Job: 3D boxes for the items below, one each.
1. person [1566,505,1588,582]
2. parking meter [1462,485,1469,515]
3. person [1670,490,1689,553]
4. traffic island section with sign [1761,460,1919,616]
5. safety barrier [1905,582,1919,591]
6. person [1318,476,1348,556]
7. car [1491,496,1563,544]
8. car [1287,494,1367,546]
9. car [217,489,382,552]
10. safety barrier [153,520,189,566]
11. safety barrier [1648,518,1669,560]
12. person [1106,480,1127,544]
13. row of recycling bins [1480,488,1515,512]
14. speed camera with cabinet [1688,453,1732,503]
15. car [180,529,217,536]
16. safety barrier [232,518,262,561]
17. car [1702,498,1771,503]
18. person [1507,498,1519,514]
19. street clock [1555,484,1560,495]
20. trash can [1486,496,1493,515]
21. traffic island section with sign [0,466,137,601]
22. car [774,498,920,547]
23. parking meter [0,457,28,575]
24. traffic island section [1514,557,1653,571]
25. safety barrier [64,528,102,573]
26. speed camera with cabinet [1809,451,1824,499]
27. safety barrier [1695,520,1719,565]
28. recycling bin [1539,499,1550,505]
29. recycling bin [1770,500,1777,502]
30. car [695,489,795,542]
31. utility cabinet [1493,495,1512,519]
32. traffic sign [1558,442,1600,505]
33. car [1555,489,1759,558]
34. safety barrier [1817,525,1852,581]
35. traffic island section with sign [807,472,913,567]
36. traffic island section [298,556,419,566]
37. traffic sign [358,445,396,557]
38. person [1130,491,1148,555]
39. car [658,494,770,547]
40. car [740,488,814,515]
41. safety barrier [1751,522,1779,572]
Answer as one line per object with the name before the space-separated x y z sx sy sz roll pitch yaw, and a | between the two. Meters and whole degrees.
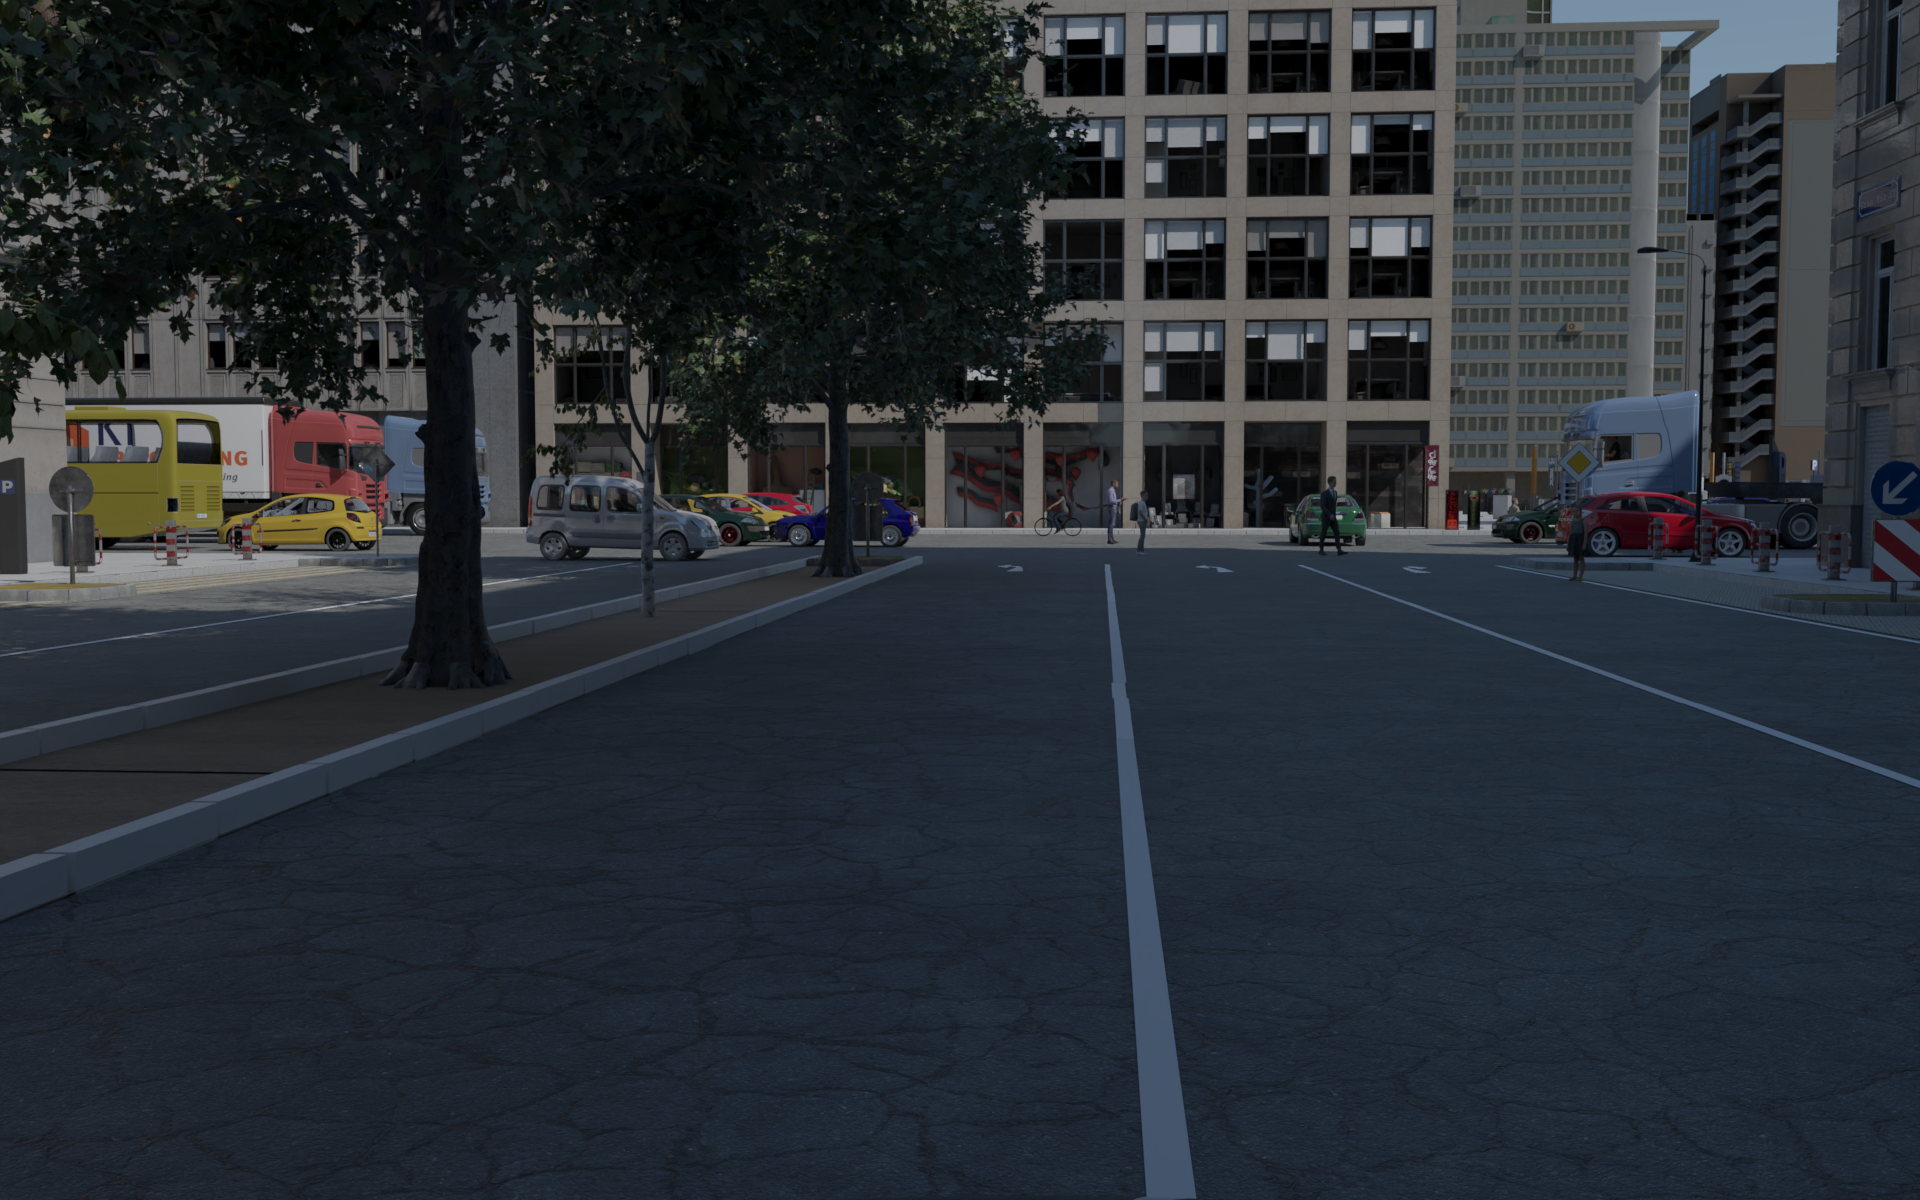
person | 10.110 -0.929 28.363 0.373 1.253 0.362 -2 4 -28
parking meter | 31.564 -6.265 108.149 0.399 1.863 0.255 1 4 22
person | 17.474 -1.901 42.056 0.387 1.526 0.523 -1 4 -18
traffic island section with sign | 10.991 -0.766 21.147 1.989 1.847 2.006 0 4 5
safety barrier | 12.783 -0.536 23.038 0.300 0.817 1.120 0 4 5
person | 8.681 -1.961 40.335 0.659 1.850 0.755 -3 4 -38
car | 17.609 -2.472 50.201 4.222 1.686 2.009 0 4 5
car | 10.469 -2.303 49.448 2.131 1.459 4.920 0 4 6
car | -16.815 -2.068 44.041 3.980 1.641 2.015 0 4 5
safety barrier | -14.005 -1.008 30.763 0.300 0.817 1.120 0 4 5
safety barrier | 13.659 -1.199 33.884 0.300 0.817 1.120 0 4 5
person | 4.495 -2.524 49.632 0.599 1.838 0.709 0 4 6
row of recycling bins | 38.385 -7.145 123.939 1.069 1.692 3.534 -1 4 -21
speed camera with cabinet | 35.946 -5.437 83.235 2.038 3.252 0.660 1 4 20
car | -25.481 -2.961 58.201 4.222 1.686 2.009 0 4 3
safety barrier | -13.783 -1.175 33.488 0.300 0.817 1.120 0 4 5
car | 22.848 -2.432 52.336 3.894 1.354 1.945 0 4 5
person | 18.102 -2.681 56.609 0.640 1.303 0.475 -3 5 -43
street clock | 41.602 -7.083 120.372 0.358 2.002 0.471 -2 4 -31
trash can | 32.963 -5.843 107.193 0.748 1.137 0.748 0 3 0
traffic island section with sign | -12.593 -0.934 23.904 1.989 1.847 2.006 0 4 5
car | -3.078 -2.129 47.394 3.894 1.354 1.945 0 4 6
parking meter | -15.169 -1.343 27.676 0.399 1.863 0.255 0 4 -6
traffic island section | 11.989 -0.694 33.624 2.009 0.180 2.903 0 4 5
safety barrier | -14.228 -0.843 28.054 0.300 0.817 1.120 0 4 5
speed camera with cabinet | 39.927 -5.181 79.044 2.038 3.252 0.660 2 4 23
safety barrier | 13.437 -1.034 31.175 0.300 0.817 1.120 0 4 5
recycling bin | 28.075 -4.294 82.753 0.722 1.027 0.722 0 4 8
recycling bin | 33.879 -3.689 72.867 0.722 1.027 0.722 3 5 45
car | -6.626 -2.564 52.150 3.980 1.641 2.015 0 4 4
utility cabinet | 27.557 -4.700 88.009 0.306 1.237 1.020 -2 4 -27
traffic sign | 11.965 -1.829 33.549 0.795 2.450 0.064 0 4 5
car | 15.997 -1.870 39.620 4.494 1.783 2.155 0 4 6
safety barrier | 12.998 -0.702 25.748 0.300 0.817 1.120 0 4 5
traffic island section with sign | -1.948 -1.642 34.987 2.006 1.907 1.989 0 4 5
traffic island section | -11.974 -0.812 35.560 2.009 0.180 2.903 0 4 5
traffic sign | -11.950 -1.948 35.497 0.795 2.450 0.064 0 4 5
person | 4.276 -1.809 40.679 0.523 1.515 0.503 -2 4 -26
car | -7.390 -2.337 47.990 4.222 1.686 2.009 0 4 6
car | -6.947 -2.903 56.497 4.494 1.783 2.155 0 4 5
safety barrier | 13.218 -0.867 28.457 0.300 0.817 1.120 0 4 5
